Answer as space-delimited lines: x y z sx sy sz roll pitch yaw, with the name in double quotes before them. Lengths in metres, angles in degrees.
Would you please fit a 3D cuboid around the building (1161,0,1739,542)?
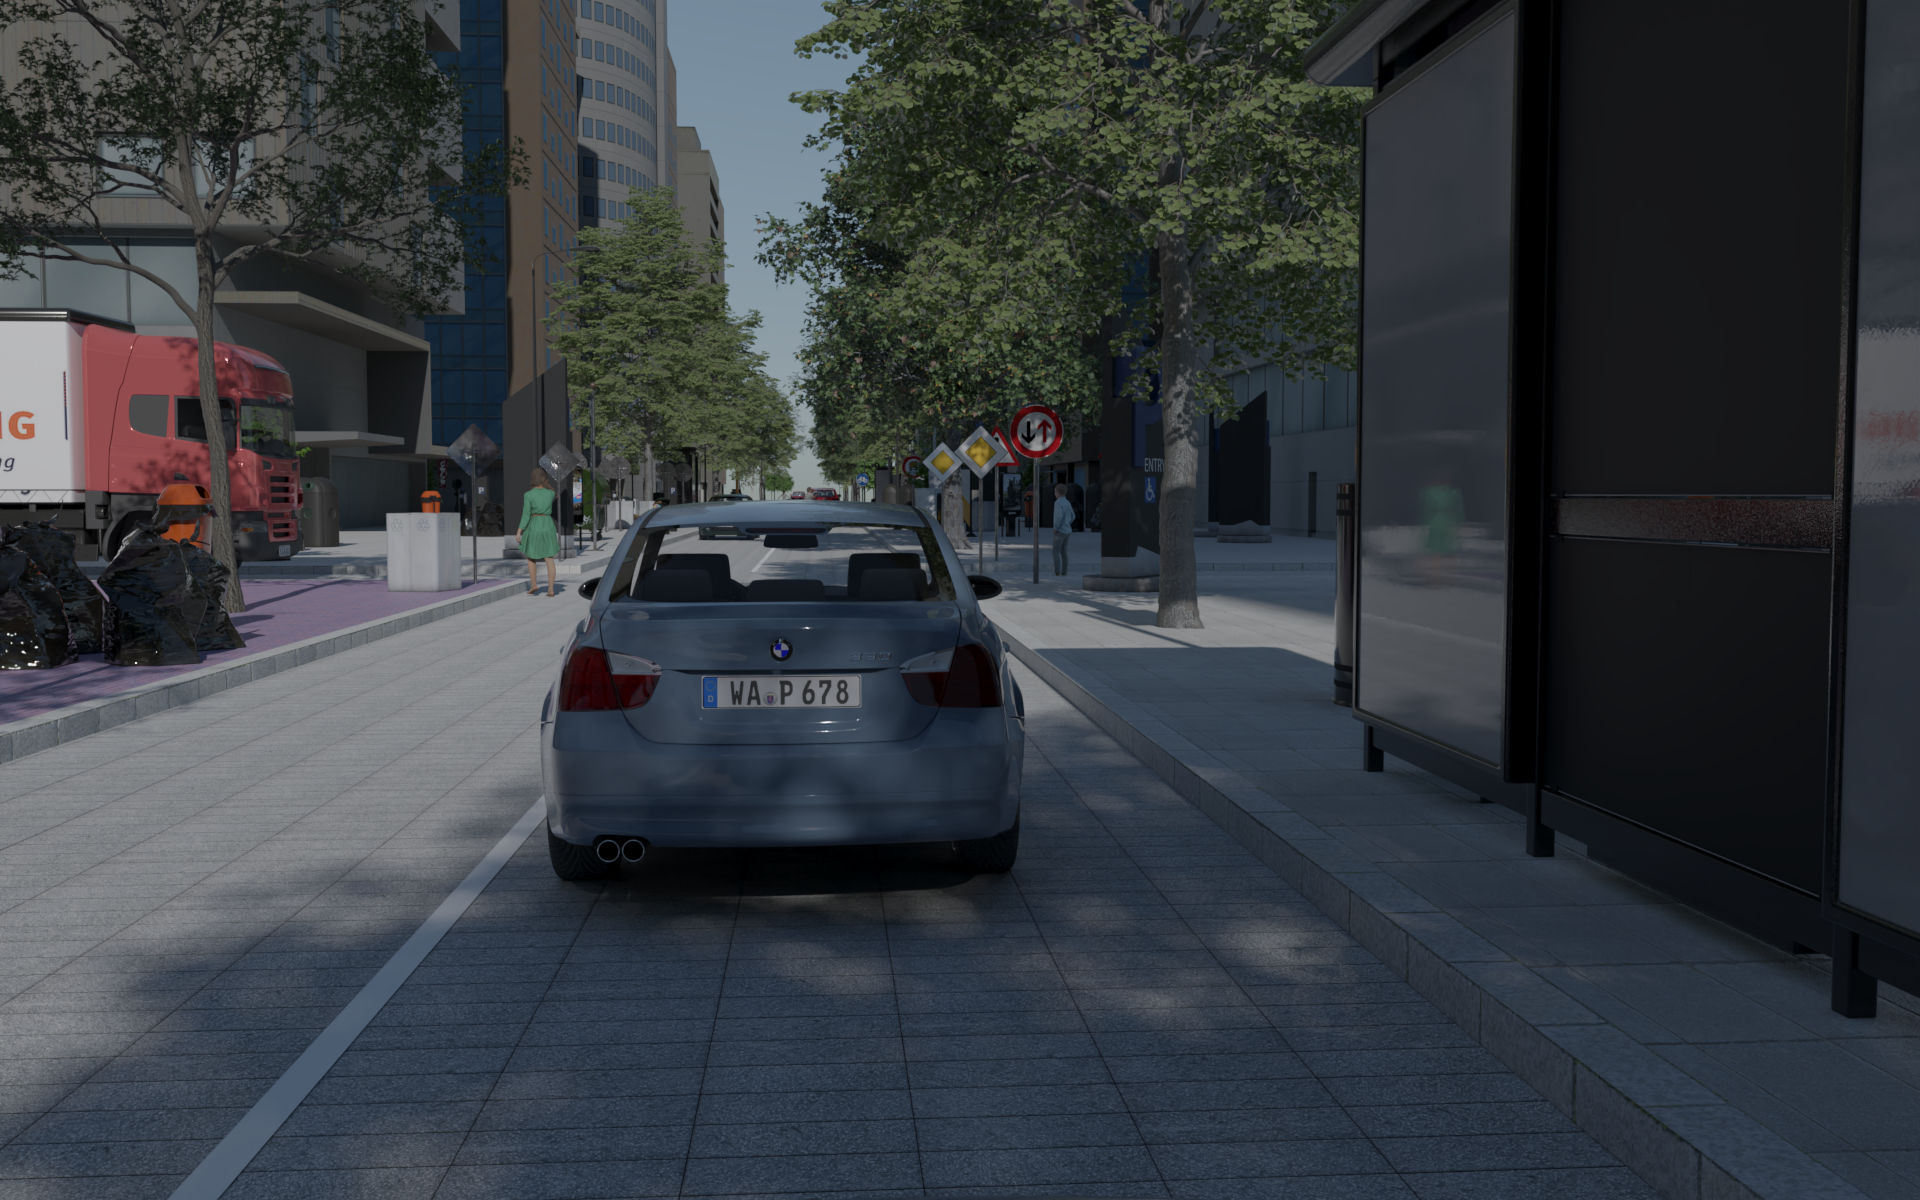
"building" 22.062 -28.577 56.474 27.495 52.752 28.713 0 4 -5

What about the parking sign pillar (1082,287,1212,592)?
"parking sign pillar" 2.361 -2.122 23.167 1.447 3.967 1.447 2 4 30

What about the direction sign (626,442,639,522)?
"direction sign" -13.170 -4.749 69.644 0.379 3.537 0.876 1 4 22

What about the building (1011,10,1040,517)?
"building" 9.629 -25.582 101.858 14.154 41.232 14.086 0 4 -5

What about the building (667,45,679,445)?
"building" -34.516 -31.545 165.870 14.600 45.320 14.200 0 4 -5

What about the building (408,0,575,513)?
"building" -29.636 -27.388 97.901 14.600 45.320 14.200 0 4 -5

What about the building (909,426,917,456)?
"building" 4.362 -37.409 231.252 23.786 49.044 30.456 0 4 -5

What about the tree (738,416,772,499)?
"tree" -18.276 -12.249 150.626 4.360 8.622 3.978 0 3 0

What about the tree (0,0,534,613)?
"tree" -8.236 -5.135 18.372 7.601 10.594 8.767 -1 4 -20

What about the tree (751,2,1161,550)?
"tree" -0.106 -7.515 39.873 9.611 12.733 9.660 0 3 0

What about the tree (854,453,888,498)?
"tree" -6.639 -9.105 132.577 4.285 4.588 4.351 0 3 0

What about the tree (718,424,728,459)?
"tree" -20.690 -16.646 182.535 12.009 13.543 11.850 0 3 0

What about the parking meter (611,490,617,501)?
"parking meter" -20.179 -5.657 100.909 0.372 1.533 0.369 0 3 0

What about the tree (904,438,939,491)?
"tree" -0.792 -3.610 53.627 1.663 3.219 1.824 0 3 0

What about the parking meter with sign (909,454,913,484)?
"parking meter with sign" -1.496 -4.925 76.791 1.738 3.016 0.543 -2 4 -27

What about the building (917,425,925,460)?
"building" 1.700 -32.134 208.981 14.154 41.232 14.086 0 4 -5

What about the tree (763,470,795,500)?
"tree" -26.667 -17.115 263.541 4.285 4.588 4.351 0 3 0

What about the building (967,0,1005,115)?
"building" 9.551 -32.309 151.959 21.300 48.544 21.600 0 4 -5

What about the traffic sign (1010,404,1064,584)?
"traffic sign" 1.090 -1.506 24.724 0.768 2.556 0.104 0 4 3

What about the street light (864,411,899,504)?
"street light" -2.794 -5.491 62.314 1.470 5.913 1.316 0 4 -5

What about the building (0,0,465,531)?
"building" -32.861 -28.695 58.405 28.713 52.752 27.495 0 4 -5

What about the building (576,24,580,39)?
"building" -39.596 -26.004 117.053 32.217 40.220 23.993 0 4 -5

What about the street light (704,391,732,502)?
"street light" -10.962 -6.463 78.208 1.470 5.913 1.316 0 4 -5

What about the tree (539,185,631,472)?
"tree" -11.508 -8.898 63.602 7.486 12.596 7.792 0 3 0

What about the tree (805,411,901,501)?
"tree" -12.244 -17.805 197.764 9.857 13.997 8.962 0 3 0

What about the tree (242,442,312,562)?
"tree" -13.546 -2.372 33.377 1.663 3.219 1.824 0 3 0

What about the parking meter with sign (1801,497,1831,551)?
"parking meter with sign" 17.492 -2.382 35.202 1.738 3.016 0.543 -3 5 -43

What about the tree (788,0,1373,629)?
"tree" 1.800 -5.988 16.037 7.486 12.596 7.792 0 3 0

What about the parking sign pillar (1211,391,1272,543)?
"parking sign pillar" 7.526 -3.501 45.721 1.447 3.967 1.447 3 4 36

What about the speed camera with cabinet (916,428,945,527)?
"speed camera with cabinet" -0.719 -3.397 49.883 0.660 3.252 2.038 1 4 14

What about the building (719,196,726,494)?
"building" -41.155 -36.653 249.394 14.600 45.320 14.200 0 4 -5

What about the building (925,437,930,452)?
"building" 4.361 -29.727 169.636 14.154 41.232 14.086 0 4 -5

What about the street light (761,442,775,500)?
"street light" -17.145 -11.131 154.529 1.470 5.913 1.316 0 4 -5

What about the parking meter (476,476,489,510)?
"parking meter" -15.355 -3.057 55.689 0.399 1.863 0.255 0 4 5

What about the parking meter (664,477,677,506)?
"parking meter" -9.845 -3.259 58.997 0.255 1.863 0.399 3 5 41

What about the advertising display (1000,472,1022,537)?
"advertising display" 1.523 -2.865 52.063 0.123 1.923 0.974 3 4 37

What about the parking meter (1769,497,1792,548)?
"parking meter" 18.511 -2.041 39.076 0.399 1.863 0.255 3 5 43

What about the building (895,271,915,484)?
"building" 1.365 -38.760 257.422 21.300 48.544 21.600 0 4 -5

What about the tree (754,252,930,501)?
"tree" -3.392 -10.692 85.187 12.009 13.543 11.850 0 3 0

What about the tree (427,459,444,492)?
"tree" -24.054 -5.115 78.230 1.663 3.219 1.824 0 3 0

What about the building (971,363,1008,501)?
"building" 12.023 -49.663 124.662 22.319 86.520 31.000 0 4 -5

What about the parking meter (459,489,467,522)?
"parking meter" -22.934 -4.374 79.918 0.372 1.533 0.369 0 3 0

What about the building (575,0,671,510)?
"building" -35.981 -36.801 143.692 21.231 58.520 28.212 0 4 -5

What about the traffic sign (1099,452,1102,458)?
"traffic sign" 2.483 -1.565 25.598 0.884 2.594 0.081 0 4 -1

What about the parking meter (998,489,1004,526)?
"parking meter" 1.589 -3.721 69.250 0.372 1.533 0.369 0 3 0

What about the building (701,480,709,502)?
"building" -46.988 -31.584 208.284 32.217 40.220 23.993 0 4 -5

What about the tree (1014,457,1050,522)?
"tree" 3.243 -5.221 79.967 1.663 3.219 1.824 0 3 0

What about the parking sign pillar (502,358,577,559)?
"parking sign pillar" -8.418 -2.819 34.565 1.447 3.967 1.447 0 4 6

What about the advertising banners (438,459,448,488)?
"advertising banners" -24.509 -5.117 79.855 2.074 3.025 0.090 1 4 13

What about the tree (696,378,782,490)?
"tree" -16.857 -11.995 130.537 7.601 10.594 8.767 1 4 10

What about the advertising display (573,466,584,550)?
"advertising display" -9.140 -2.113 39.760 0.974 1.923 0.123 -2 4 -25

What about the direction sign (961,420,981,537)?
"direction sign" 0.328 -3.653 51.723 0.876 3.537 0.379 -1 4 -19

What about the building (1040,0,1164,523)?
"building" 11.465 -26.275 79.708 14.600 45.320 14.200 0 4 -5

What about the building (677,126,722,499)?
"building" -43.341 -37.156 231.199 21.300 48.544 21.600 0 4 -5

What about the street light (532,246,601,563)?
"street light" -7.416 -3.666 32.483 1.470 5.913 1.316 0 4 -5

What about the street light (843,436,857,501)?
"street light" -6.497 -8.281 107.928 1.470 5.913 1.316 0 4 -5

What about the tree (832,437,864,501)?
"tree" -10.529 -13.670 173.869 4.737 8.622 4.395 0 3 0
